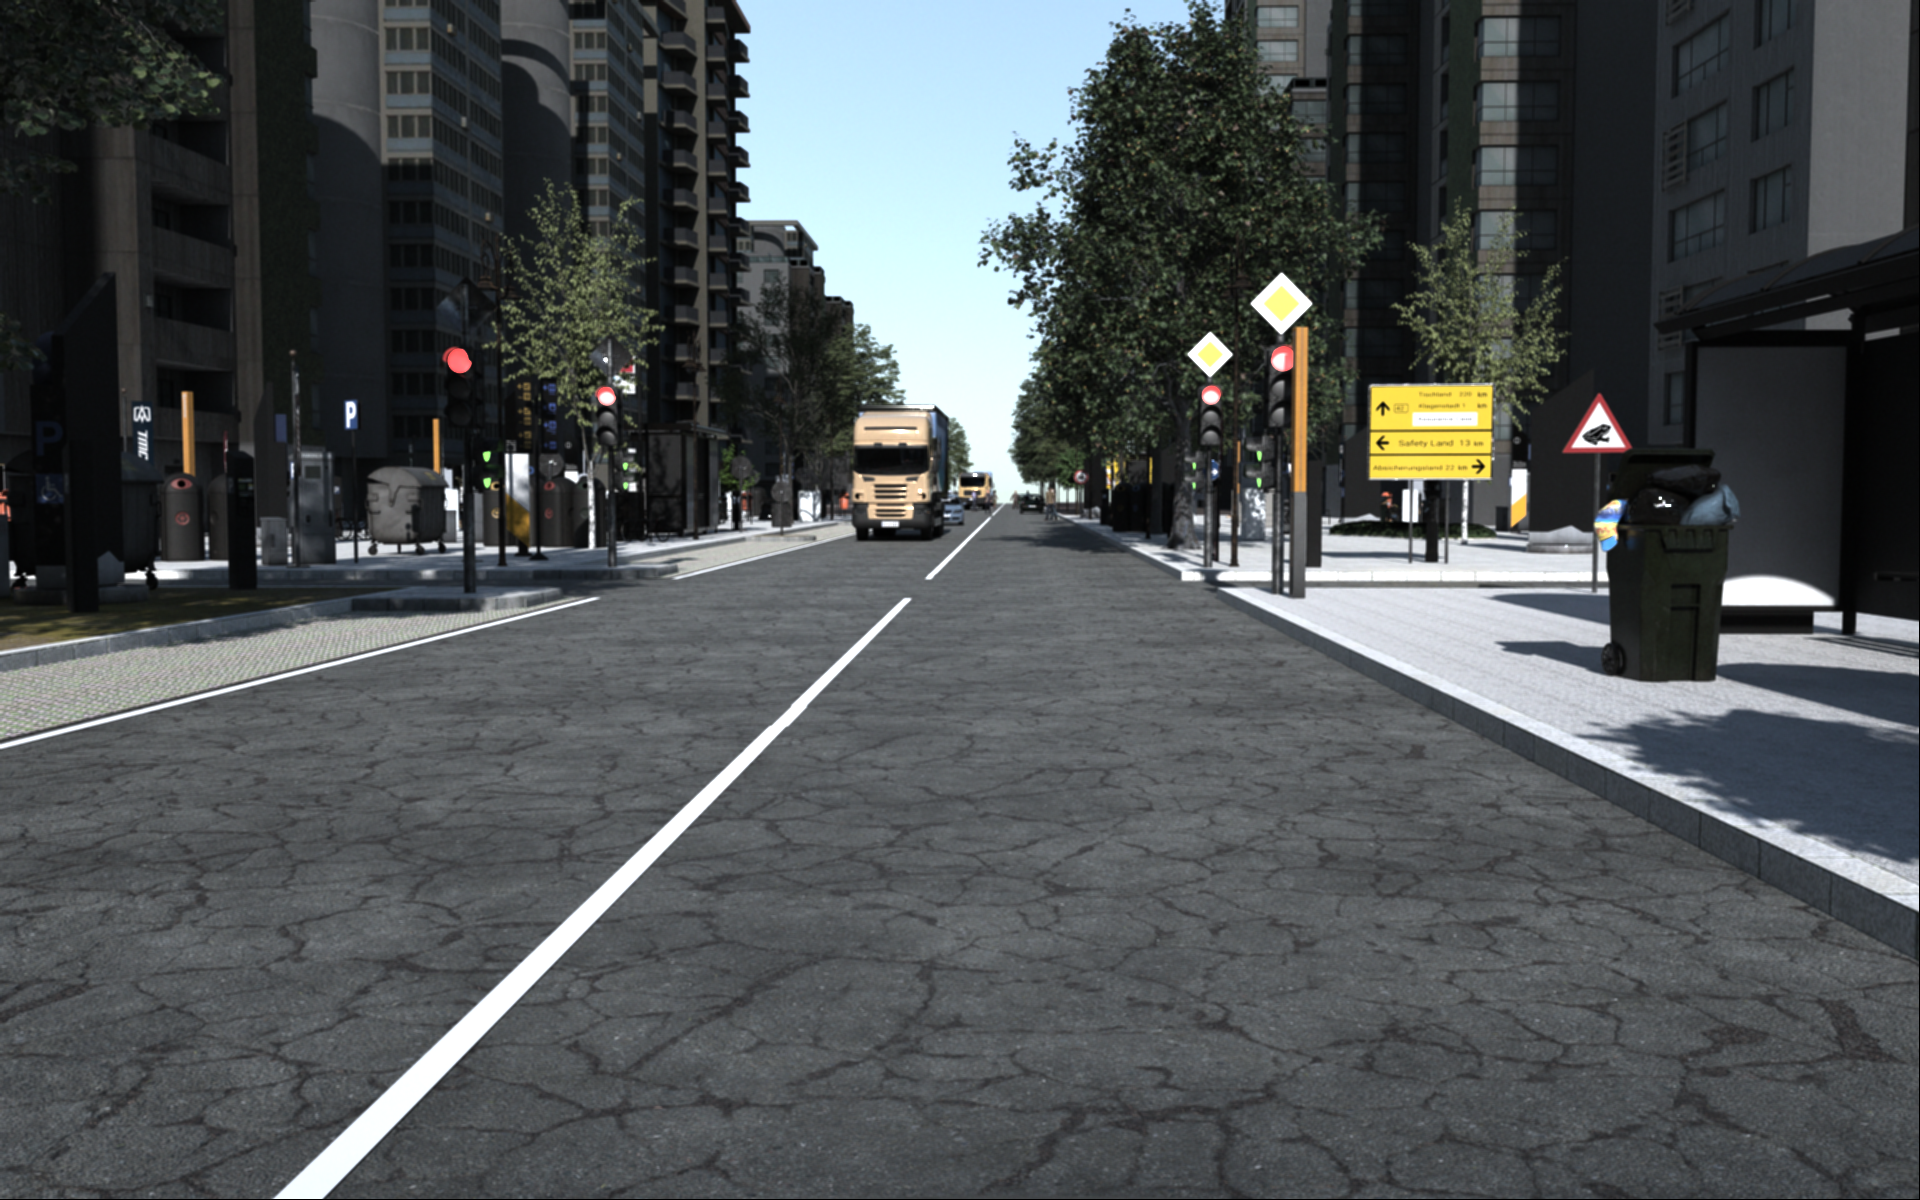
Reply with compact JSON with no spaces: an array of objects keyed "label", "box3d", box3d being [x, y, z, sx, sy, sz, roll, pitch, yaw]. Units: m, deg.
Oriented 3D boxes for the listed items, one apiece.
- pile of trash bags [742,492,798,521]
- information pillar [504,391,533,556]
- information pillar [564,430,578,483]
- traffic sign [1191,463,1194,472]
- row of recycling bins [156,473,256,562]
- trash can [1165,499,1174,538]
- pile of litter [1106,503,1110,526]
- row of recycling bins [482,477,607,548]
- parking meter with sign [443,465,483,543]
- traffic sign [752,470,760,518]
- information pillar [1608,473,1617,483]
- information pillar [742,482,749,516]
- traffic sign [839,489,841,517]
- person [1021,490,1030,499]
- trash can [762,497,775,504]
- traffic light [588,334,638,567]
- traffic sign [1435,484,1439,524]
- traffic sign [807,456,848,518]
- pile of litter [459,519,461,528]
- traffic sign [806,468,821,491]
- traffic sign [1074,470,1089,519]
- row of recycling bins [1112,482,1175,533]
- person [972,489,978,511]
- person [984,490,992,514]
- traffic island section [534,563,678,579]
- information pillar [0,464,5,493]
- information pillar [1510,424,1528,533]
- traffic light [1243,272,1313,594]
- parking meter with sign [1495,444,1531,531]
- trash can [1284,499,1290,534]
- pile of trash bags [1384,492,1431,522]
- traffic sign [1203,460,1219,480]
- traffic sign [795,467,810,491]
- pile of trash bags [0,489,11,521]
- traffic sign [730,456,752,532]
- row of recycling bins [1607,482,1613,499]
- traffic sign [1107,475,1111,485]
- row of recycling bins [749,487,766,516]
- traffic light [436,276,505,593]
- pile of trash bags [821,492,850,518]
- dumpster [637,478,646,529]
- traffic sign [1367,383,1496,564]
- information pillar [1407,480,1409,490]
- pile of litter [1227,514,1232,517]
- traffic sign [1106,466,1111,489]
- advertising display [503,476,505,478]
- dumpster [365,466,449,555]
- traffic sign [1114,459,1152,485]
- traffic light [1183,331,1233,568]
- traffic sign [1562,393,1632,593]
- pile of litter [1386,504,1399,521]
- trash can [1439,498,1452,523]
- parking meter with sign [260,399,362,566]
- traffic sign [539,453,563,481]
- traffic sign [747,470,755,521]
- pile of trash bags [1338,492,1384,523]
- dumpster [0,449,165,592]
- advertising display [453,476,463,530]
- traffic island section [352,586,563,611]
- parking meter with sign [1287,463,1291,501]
[{"label":"pile of trash bags","box3d":[-9.189,-4.580,84.641,3.447,1.369,1.912,-3,4,-38]},{"label":"information pillar","box3d":[-9.083,-2.706,35.600,0.504,3.616,0.183,0,4,-4]},{"label":"information pillar","box3d":[-14.172,-4.388,63.092,0.504,3.616,0.183,-1,4,-22]},{"label":"traffic sign","box3d":[8.112,-3.765,61.660,0.768,2.556,0.104,0,4,5]},{"label":"row of recycling bins","box3d":[-15.313,-1.580,32.948,3.534,1.692,1.069,-2,4,-34]},{"label":"trash can","box3d":[6.024,-2.208,47.749,0.748,1.137,0.748,0,3,0]},{"label":"pile of litter","box3d":[6.551,-3.472,70.740,1.176,0.858,1.719,2,4,31]},{"label":"row of recycling bins","box3d":[-10.101,-2.141,42.125,3.534,1.692,1.069,2,4,24]},{"label":"parking meter with sign","box3d":[-12.755,-3.019,45.620,1.738,3.016,0.543,-1,4,-12]},{"label":"traffic sign","box3d":[-10.998,-5.613,91.876,0.768,2.556,0.104,0,4,7]},{"label":"information pillar","box3d":[22.359,-3.352,59.304,0.304,2.012,0.304,1,4,16]},{"label":"information pillar","box3d":[-12.165,-5.729,98.155,0.304,2.012,0.304,3,4,37]},{"label":"traffic sign","box3d":[-6.749,-5.958,97.520,0.768,2.556,0.104,0,4,7]},{"label":"person","box3d":[7.120,-10.614,182.117,1.350,1.814,0.705,-1,4,-9]},{"label":"trash can","box3d":[-9.926,-4.787,89.920,0.748,1.137,0.748,0,3,0]},{"label":"traffic light","box3d":[-6.104,-2.536,30.379,0.839,4.253,0.868,0,4,2]},{"label":"traffic sign","box3d":[9.236,-2.045,33.542,0.768,2.556,0.104,0,4,5]},{"label":"traffic sign","box3d":[-7.191,-6.115,93.847,2.265,3.308,0.079,1,4,8]},{"label":"pile of litter","box3d":[-18.862,-3.178,65.933,1.719,0.858,1.176,-3,5,-39]},{"label":"traffic sign","box3d":[-7.432,-5.340,87.308,0.884,2.594,0.081,0,4,7]},{"label":"traffic sign","box3d":[6.332,-5.523,90.409,0.768,2.556,0.104,1,4,10]},{"label":"row of recycling bins","box3d":[6.405,-3.119,58.115,1.069,1.692,3.534,-2,4,-34]},{"label":"person","box3d":[1.310,-8.242,143.127,0.599,1.838,0.709,2,4,31]},{"label":"person","box3d":[2.034,-7.087,124.907,0.617,1.759,0.750,0,4,-5]},{"label":"traffic island section","box3d":[-6.143,-0.504,30.515,2.009,0.180,2.903,0,4,2]},{"label":"information pillar","box3d":[-23.560,-2.314,42.330,0.304,2.012,0.304,2,4,24]},{"label":"information pillar","box3d":[18.577,-4.050,57.567,0.504,3.616,0.183,1,4,16]},{"label":"traffic light","box3d":[4.053,-2.029,22.089,0.839,4.253,0.868,0,4,2]},{"label":"parking meter with sign","box3d":[19.322,-3.895,59.952,1.738,3.016,0.543,-2,4,-30]},{"label":"trash can","box3d":[10.336,-2.663,55.191,0.748,1.137,0.748,0,3,0]},{"label":"pile of trash bags","box3d":[18.192,-3.607,68.732,1.912,1.369,3.447,2,4,23]},{"label":"traffic sign","box3d":[9.358,-3.960,64.847,0.768,2.556,0.104,1,4,9]},{"label":"traffic sign","box3d":[-7.480,-5.022,82.208,0.768,2.556,0.104,1,4,10]},{"label":"pile of trash bags","box3d":[-19.185,-1.455,33.550,3.447,1.369,1.912,2,4,27]},{"label":"traffic sign","box3d":[-7.352,-3.545,58.069,0.768,2.556,0.104,0,4,6]},{"label":"row of recycling bins","box3d":[20.905,-2.919,54.835,1.069,1.692,3.534,0,3,0]},{"label":"traffic sign","box3d":[8.604,-6.267,102.474,0.884,2.594,0.081,0,4,4]},{"label":"row of recycling bins","box3d":[-11.820,-5.753,101.172,1.069,1.692,3.534,0,4,-6]},{"label":"traffic light","box3d":[-6.353,-2.048,22.398,0.839,4.253,0.868,0,4,2]},{"label":"pile of trash bags","box3d":[-7.563,-5.041,92.179,3.447,1.369,1.912,0,4,2]},{"label":"dumpster","box3d":[-10.968,-3.445,62.092,1.264,1.857,1.865,0,4,2]},{"label":"traffic sign","box3d":[8.652,-2.325,31.892,2.265,3.308,0.079,1,4,9]},{"label":"information pillar","box3d":[22.336,-4.973,85.798,0.304,2.012,0.304,-3,5,-43]},{"label":"pile of litter","box3d":[15.370,-4.955,94.980,1.176,0.858,1.719,-2,4,-33]},{"label":"traffic sign","box3d":[9.069,-6.799,105.036,2.265,3.308,0.079,0,4,2]},{"label":"advertising display","box3d":[-16.662,-3.501,62.461,0.123,1.923,0.974,-3,5,-42]},{"label":"dumpster","box3d":[-11.780,-1.904,36.886,1.264,1.857,1.865,0,4,2]},{"label":"traffic sign","box3d":[9.795,-6.383,98.241,2.265,3.308,0.079,0,4,3]},{"label":"traffic light","box3d":[4.303,-2.517,30.071,0.839,4.253,0.868,0,4,2]},{"label":"traffic sign","box3d":[8.233,-1.370,22.397,0.884,2.594,0.081,0,4,8]},{"label":"pile of litter","box3d":[18.382,-3.699,74.451,1.719,0.858,1.176,-3,4,-36]},{"label":"trash can","box3d":[16.298,-2.884,58.815,0.748,1.137,0.748,0,3,0]},{"label":"parking meter with sign","box3d":[-11.826,-2.159,31.560,1.738,3.016,0.543,-3,5,-44]},{"label":"traffic sign","box3d":[-11.919,-3.076,50.397,0.768,2.556,0.104,0,4,4]},{"label":"traffic sign","box3d":[-9.966,-4.959,81.187,0.768,2.556,0.104,0,4,5]},{"label":"pile of trash bags","box3d":[18.676,-4.207,78.534,1.912,1.369,3.447,3,5,40]},{"label":"dumpster","box3d":[-11.366,-1.024,22.496,1.264,1.857,1.865,0,4,2]},{"label":"advertising display","box3d":[-17.590,-3.456,61.724,0.974,1.923,0.123,0,4,1]},{"label":"traffic island section","box3d":[-6.393,-0.015,22.534,2.009,0.180,2.903,0,4,2]},{"label":"parking meter with sign","box3d":[19.022,-6.247,98.402,0.543,3.016,1.738,1,4,23]}]
